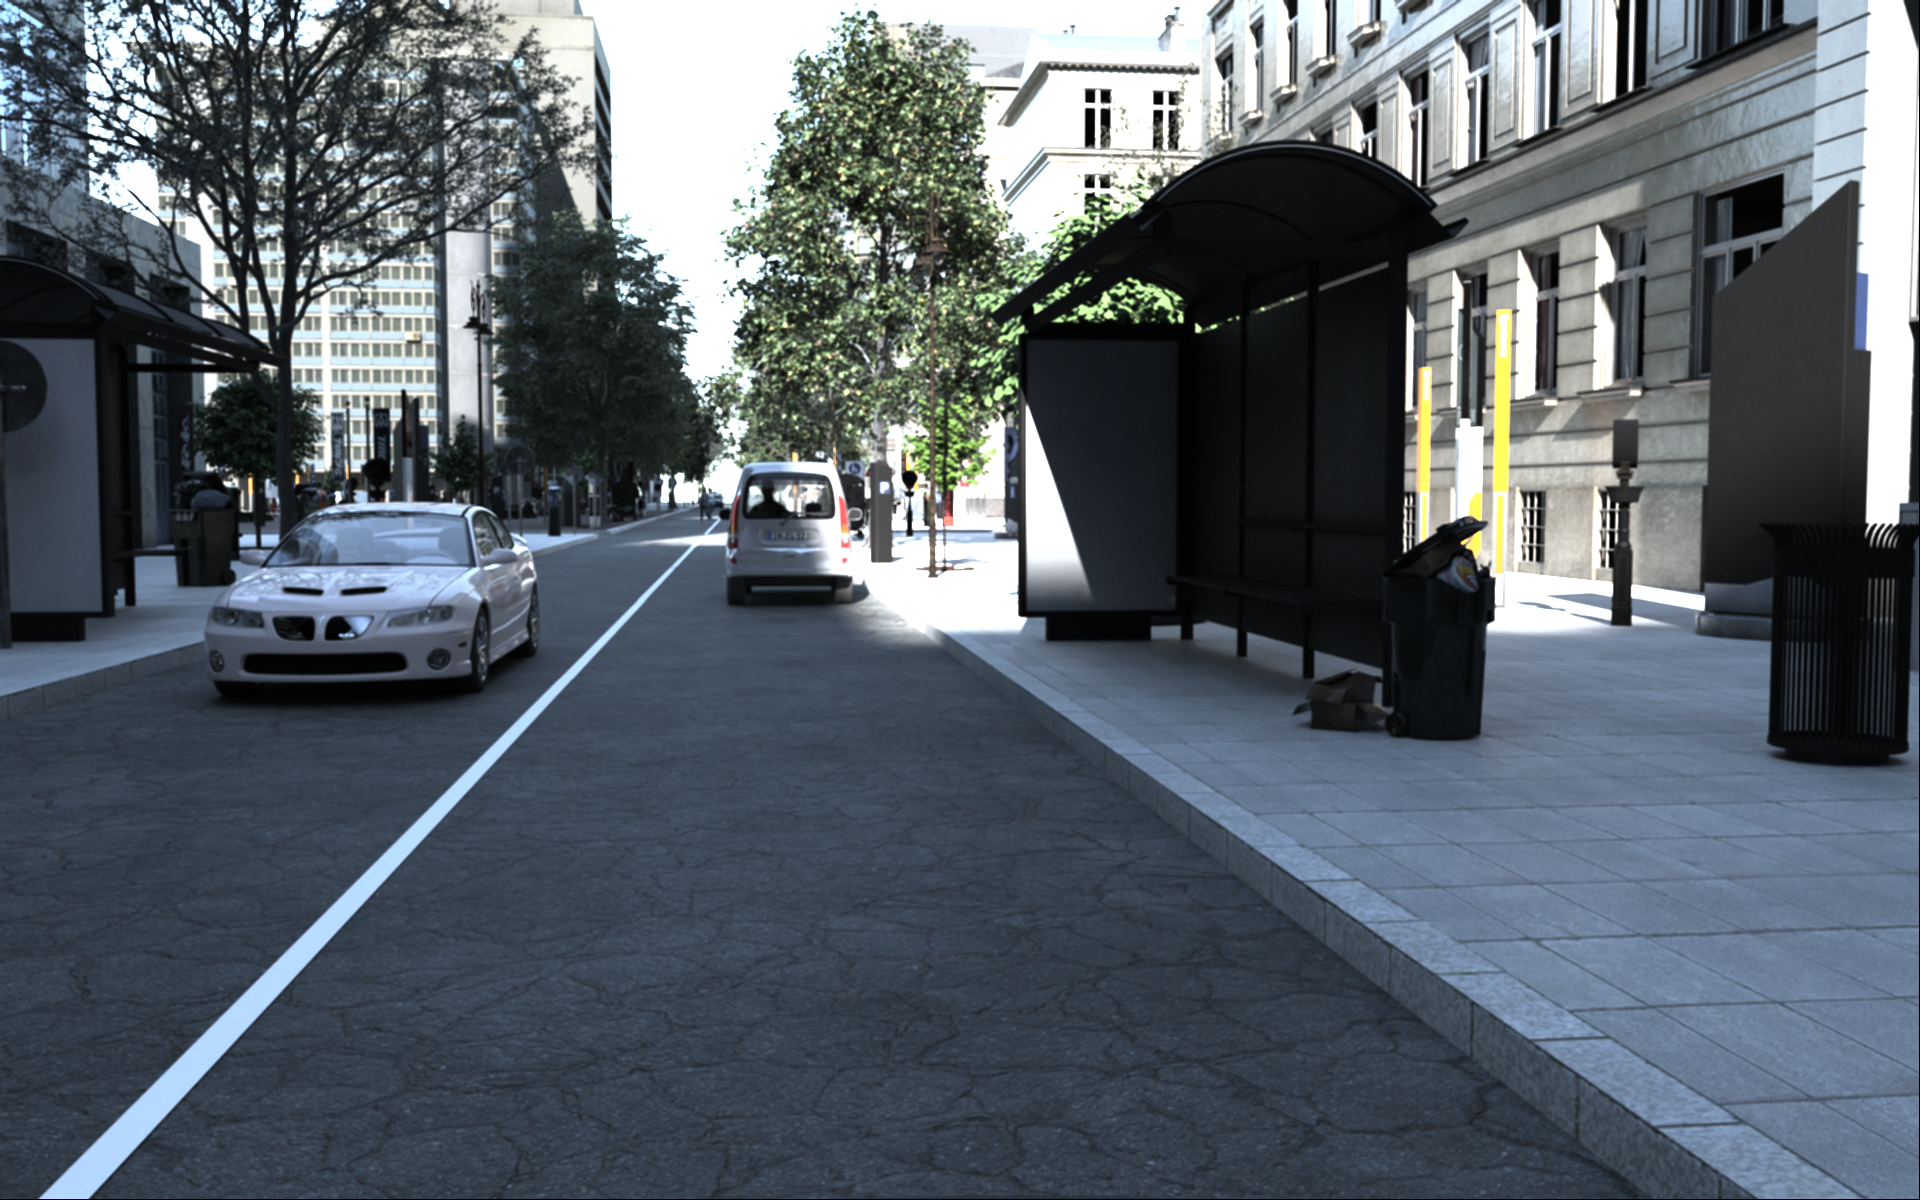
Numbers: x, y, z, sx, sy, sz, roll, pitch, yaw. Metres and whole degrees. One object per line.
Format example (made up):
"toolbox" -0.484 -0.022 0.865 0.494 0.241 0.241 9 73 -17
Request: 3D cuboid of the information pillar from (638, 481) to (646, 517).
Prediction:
"information pillar" -17.646 -5.601 96.061 0.304 2.012 0.304 1 4 14

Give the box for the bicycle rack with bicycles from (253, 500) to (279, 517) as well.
"bicycle rack with bicycles" -38.956 -5.277 99.658 2.925 0.926 2.852 -1 4 -16

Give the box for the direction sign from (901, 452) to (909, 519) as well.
"direction sign" -2.807 -5.914 88.692 0.379 3.537 0.876 2 4 26

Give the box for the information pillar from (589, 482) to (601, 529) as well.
"information pillar" -13.497 -3.637 63.960 0.304 2.012 0.304 3 5 43

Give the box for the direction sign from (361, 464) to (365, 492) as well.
"direction sign" -45.542 -8.577 132.228 0.379 3.537 0.876 0 4 -1

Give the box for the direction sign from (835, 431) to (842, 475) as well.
"direction sign" -4.387 -4.309 62.456 0.379 3.537 0.876 -1 4 -18

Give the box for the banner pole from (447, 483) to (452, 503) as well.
"banner pole" -37.321 -8.381 127.043 0.863 3.779 0.401 -2 4 -30

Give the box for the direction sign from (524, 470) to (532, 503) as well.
"direction sign" -26.573 -7.057 107.385 0.876 3.537 0.379 -2 4 -34

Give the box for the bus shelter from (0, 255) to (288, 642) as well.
"bus shelter" -8.505 -1.439 17.444 2.014 3.302 5.546 0 4 -7

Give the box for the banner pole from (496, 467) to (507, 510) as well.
"banner pole" -29.868 -7.523 113.021 0.863 3.779 0.401 -2 4 -31

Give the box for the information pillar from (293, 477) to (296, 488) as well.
"information pillar" -29.480 -4.401 76.444 0.304 2.012 0.304 -1 4 -10

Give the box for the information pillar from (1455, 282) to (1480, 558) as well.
"information pillar" 5.661 -1.716 19.403 0.183 3.616 0.504 1 4 18

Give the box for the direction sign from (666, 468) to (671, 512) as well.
"direction sign" -21.310 -8.234 126.624 0.379 3.537 0.876 -1 4 -9

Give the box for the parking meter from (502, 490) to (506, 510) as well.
"parking meter" -32.286 -6.969 122.359 0.372 1.533 0.369 0 3 0

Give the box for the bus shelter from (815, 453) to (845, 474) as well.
"bus shelter" -6.951 -5.775 88.347 2.014 3.302 5.546 0 4 -7

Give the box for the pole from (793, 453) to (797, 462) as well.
"pole" -8.019 -5.537 84.381 0.158 3.312 0.155 0 3 0

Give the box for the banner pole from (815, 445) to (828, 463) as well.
"banner pole" -6.699 -5.795 84.758 0.863 3.779 0.401 -2 4 -26

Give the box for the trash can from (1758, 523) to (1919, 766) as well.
"trash can" 4.251 0.201 8.366 0.748 1.137 0.748 0 3 0

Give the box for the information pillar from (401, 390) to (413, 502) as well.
"information pillar" -12.471 -2.920 39.101 0.183 3.616 0.504 0 4 -2

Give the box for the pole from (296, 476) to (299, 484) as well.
"pole" -47.754 -8.017 124.920 0.158 3.312 0.155 0 3 0

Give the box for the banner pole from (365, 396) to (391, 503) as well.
"banner pole" -14.970 -3.329 44.454 0.863 3.779 0.401 1 4 11

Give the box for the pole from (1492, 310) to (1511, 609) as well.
"pole" 6.040 -1.559 19.331 0.158 3.312 0.155 0 3 0

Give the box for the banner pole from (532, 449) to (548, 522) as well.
"banner pole" -19.440 -5.511 80.121 0.863 3.779 0.401 -3 5 -44

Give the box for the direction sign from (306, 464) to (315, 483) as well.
"direction sign" -48.581 -8.413 129.557 0.379 3.537 0.876 1 4 23

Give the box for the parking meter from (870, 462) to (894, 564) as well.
"parking meter" -1.449 -1.614 32.105 0.399 1.863 0.255 -2 4 -32

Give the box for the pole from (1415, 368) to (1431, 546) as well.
"pole" 7.499 -2.092 28.054 0.158 3.312 0.155 0 3 0

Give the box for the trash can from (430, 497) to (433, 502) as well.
"trash can" -28.172 -4.880 91.441 0.748 1.137 0.748 0 3 0

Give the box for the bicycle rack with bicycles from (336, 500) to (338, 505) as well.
"bicycle rack with bicycles" -37.521 -5.562 104.328 2.925 0.926 2.852 2 4 26

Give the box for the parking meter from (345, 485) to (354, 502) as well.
"parking meter" -32.191 -5.235 91.296 0.399 1.863 0.255 1 4 15

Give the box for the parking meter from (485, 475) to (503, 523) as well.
"parking meter" -14.187 -2.886 52.898 0.399 1.863 0.255 -2 4 -27

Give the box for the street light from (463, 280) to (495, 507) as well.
"street light" -10.395 -3.960 37.541 0.468 5.910 1.993 0 4 -7

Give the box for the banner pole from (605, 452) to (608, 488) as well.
"banner pole" -17.990 -5.960 87.467 0.401 3.779 0.863 1 4 21

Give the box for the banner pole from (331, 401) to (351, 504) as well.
"banner pole" -16.652 -3.469 46.728 0.863 3.779 0.401 2 4 26

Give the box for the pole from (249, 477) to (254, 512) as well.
"pole" -43.330 -6.851 105.856 0.158 3.312 0.155 0 3 0

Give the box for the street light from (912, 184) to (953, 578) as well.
"street light" -0.419 -3.269 26.230 0.468 5.910 1.993 0 4 -7

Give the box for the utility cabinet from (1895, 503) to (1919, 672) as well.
"utility cabinet" 7.296 -0.076 12.397 1.020 1.237 0.306 2 4 34

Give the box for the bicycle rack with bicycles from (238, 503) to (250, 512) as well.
"bicycle rack with bicycles" -50.086 -6.801 124.580 2.852 0.926 2.925 -2 4 -29

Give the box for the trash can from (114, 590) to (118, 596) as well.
"trash can" -10.490 -0.562 20.847 0.748 1.137 0.748 0 3 0

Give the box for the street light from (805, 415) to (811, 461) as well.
"street light" -7.110 -6.571 80.217 0.468 5.910 1.993 0 4 -7

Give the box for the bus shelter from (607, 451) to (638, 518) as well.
"bus shelter" -18.925 -6.451 96.750 1.731 3.624 6.357 0 4 -7

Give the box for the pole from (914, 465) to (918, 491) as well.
"pole" -2.305 -5.929 90.785 0.158 3.312 0.155 0 3 0

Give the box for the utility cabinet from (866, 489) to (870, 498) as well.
"utility cabinet" -3.900 -3.781 70.491 0.318 1.500 1.173 3 4 39

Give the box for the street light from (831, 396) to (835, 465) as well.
"street light" -4.020 -5.016 54.795 0.468 5.910 1.993 0 4 -7

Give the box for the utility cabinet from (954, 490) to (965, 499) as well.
"utility cabinet" -0.156 -4.971 89.955 0.318 1.500 1.173 -2 4 -33

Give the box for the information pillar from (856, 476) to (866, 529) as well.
"information pillar" -3.643 -3.587 63.139 0.304 2.012 0.304 3 4 36

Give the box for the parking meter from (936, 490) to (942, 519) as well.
"parking meter" -1.023 -4.873 88.080 0.372 1.533 0.369 0 3 0

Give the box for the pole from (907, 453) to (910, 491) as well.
"pole" -2.540 -5.599 85.385 0.158 3.312 0.155 0 3 0

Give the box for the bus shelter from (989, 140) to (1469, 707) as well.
"bus shelter" 1.596 -1.147 12.683 2.014 3.302 5.546 0 4 -7

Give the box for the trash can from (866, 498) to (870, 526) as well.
"trash can" -3.308 -3.323 65.990 0.748 1.137 0.748 0 3 0

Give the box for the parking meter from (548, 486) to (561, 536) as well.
"parking meter" -12.423 -2.728 53.018 0.372 1.533 0.369 0 3 0

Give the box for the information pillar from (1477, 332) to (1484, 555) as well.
"information pillar" 6.365 -1.856 21.698 0.183 3.616 0.504 -1 4 -15

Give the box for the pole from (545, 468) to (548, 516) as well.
"pole" -23.836 -6.481 99.809 0.158 3.312 0.155 0 3 0
